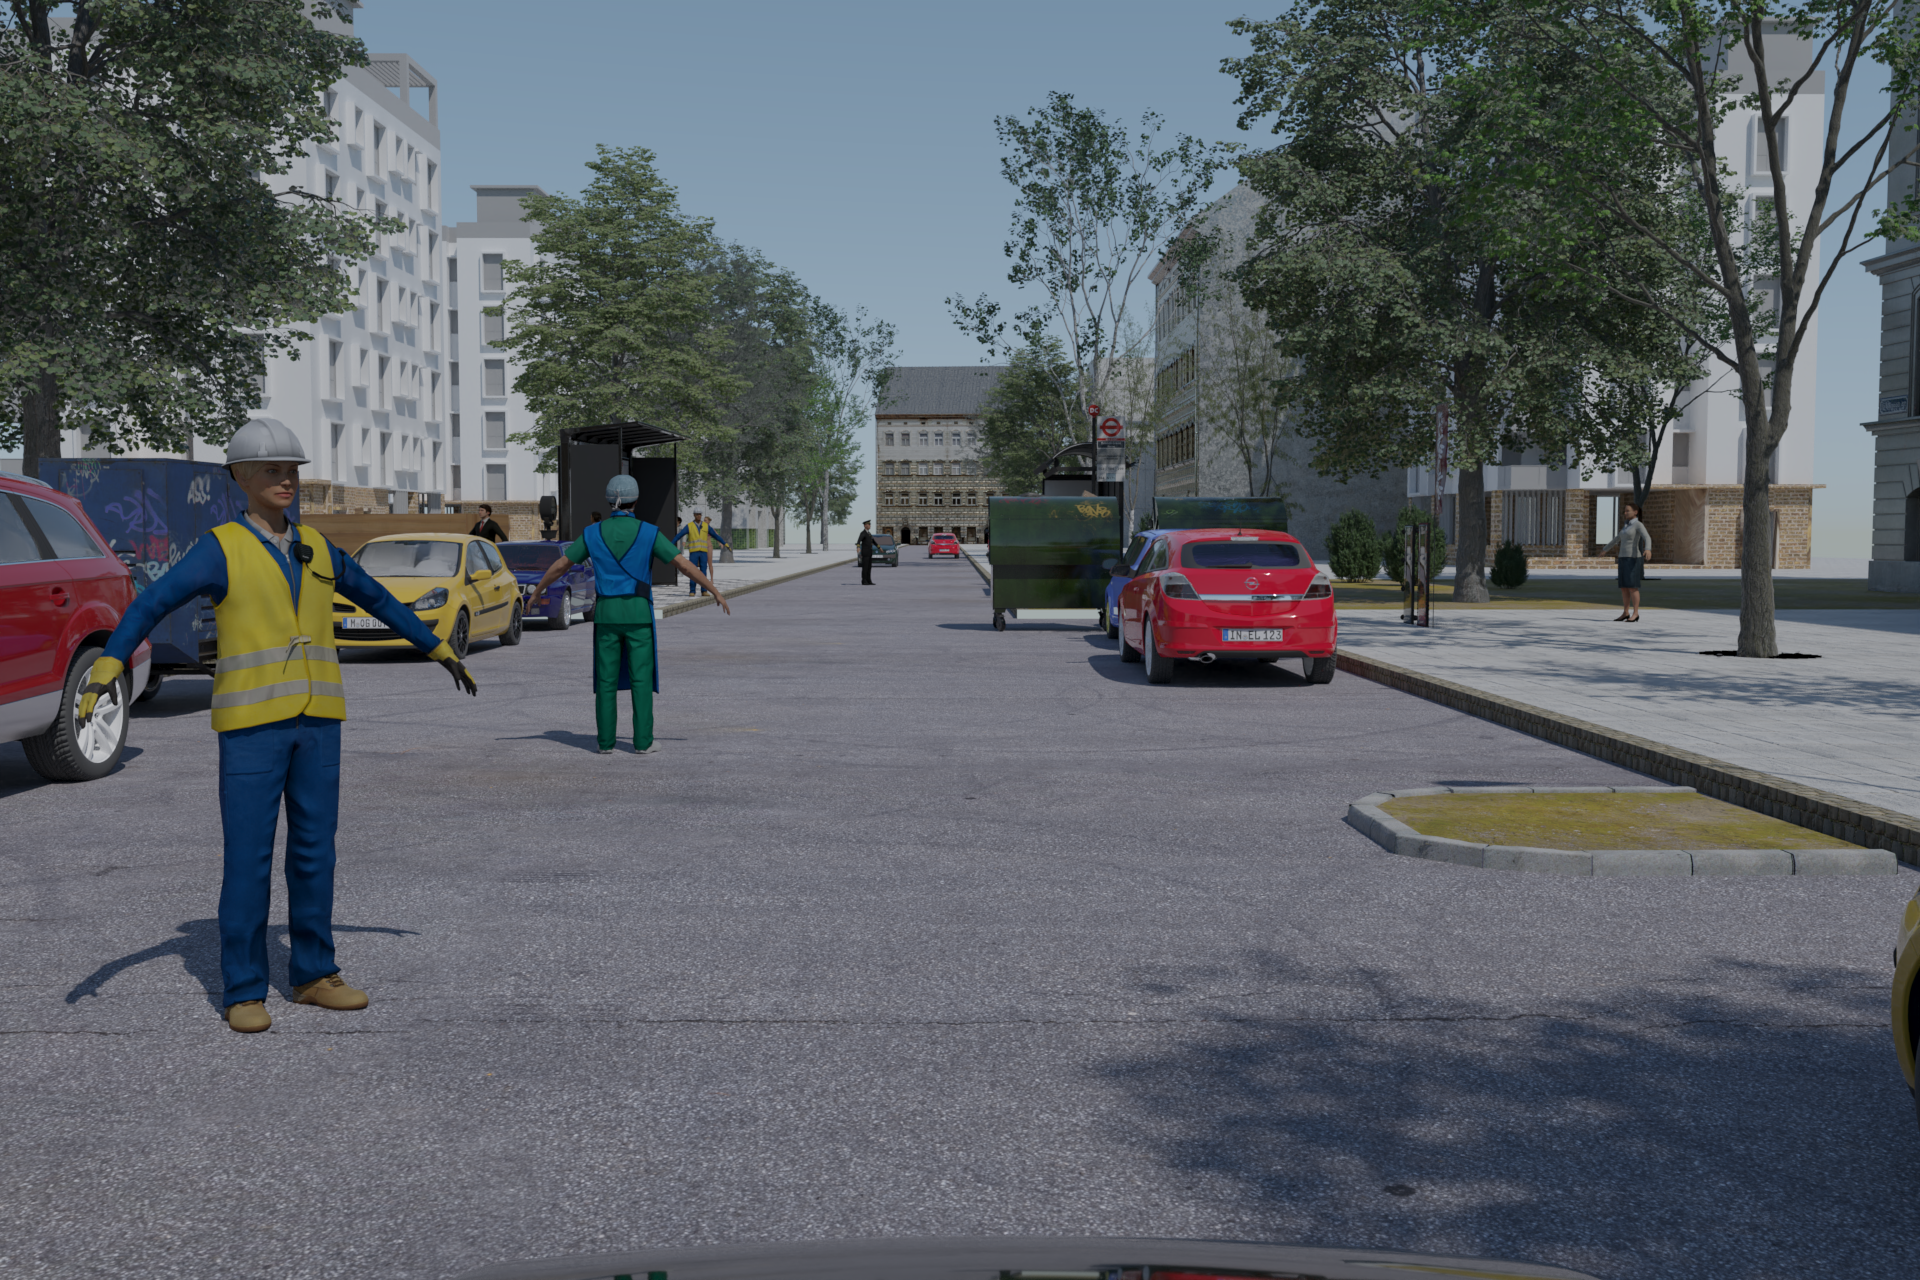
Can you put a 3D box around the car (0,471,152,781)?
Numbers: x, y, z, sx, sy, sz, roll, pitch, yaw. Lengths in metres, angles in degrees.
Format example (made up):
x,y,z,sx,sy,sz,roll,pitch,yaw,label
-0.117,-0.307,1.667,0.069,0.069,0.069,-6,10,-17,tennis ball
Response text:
x,y,z,sx,sy,sz,roll,pitch,yaw,label
-6.017,0.005,8.592,2.281,1.827,5.304,0,3,0,car

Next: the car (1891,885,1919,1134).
x,y,z,sx,sy,sz,roll,pitch,yaw,label
2.849,0.491,2.189,2.015,1.641,3.980,0,3,0,car

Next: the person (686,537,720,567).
x,y,z,sx,sy,sz,roll,pitch,yaw,label
-9.965,-3.706,66.856,1.348,1.796,0.705,0,4,2,person

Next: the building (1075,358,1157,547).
x,y,z,sx,sy,sz,roll,pitch,yaw,label
21.699,-19.307,182.121,16.747,18.905,31.486,0,4,-1,building

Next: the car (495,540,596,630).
x,y,z,sx,sy,sz,roll,pitch,yaw,label
-6.730,-0.885,27.044,1.945,1.354,3.894,0,4,-1,car

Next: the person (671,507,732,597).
x,y,z,sx,sy,sz,roll,pitch,yaw,label
-5.377,-1.813,35.610,1.349,1.833,0.705,-1,4,-21,person

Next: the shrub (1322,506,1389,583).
x,y,z,sx,sy,sz,roll,pitch,yaw,label
10.398,-2.516,45.550,1.690,2.028,1.600,0,3,0,shrub

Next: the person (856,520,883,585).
x,y,z,sx,sy,sz,roll,pitch,yaw,label
-2.582,-2.455,48.524,0.705,1.837,1.347,2,4,27,person

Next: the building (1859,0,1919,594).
x,y,z,sx,sy,sz,roll,pitch,yaw,label
25.825,-12.391,21.675,14.460,24.649,34.723,0,4,0,building

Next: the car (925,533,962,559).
x,y,z,sx,sy,sz,roll,pitch,yaw,label
-0.956,-5.633,101.136,2.155,1.783,4.494,0,4,-2,car

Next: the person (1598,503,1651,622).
x,y,z,sx,sy,sz,roll,pitch,yaw,label
9.702,-1.127,25.252,0.721,1.735,1.217,-1,4,-12,person

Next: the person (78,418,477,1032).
x,y,z,sx,sy,sz,roll,pitch,yaw,label
-1.974,0.234,5.099,0.721,1.772,1.216,3,5,41,person

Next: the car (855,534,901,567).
x,y,z,sx,sy,sz,roll,pitch,yaw,label
-3.581,-4.046,75.946,2.009,1.686,4.222,0,4,-1,car

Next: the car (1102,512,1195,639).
x,y,z,sx,sy,sz,roll,pitch,yaw,label
2.861,-0.797,22.616,1.945,1.707,3.694,0,4,-1,car

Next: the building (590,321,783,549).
x,y,z,sx,sy,sz,roll,pitch,yaw,label
-26.193,-17.903,159.166,16.747,18.905,31.486,0,4,0,building

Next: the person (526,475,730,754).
x,y,z,sx,sy,sz,roll,pitch,yaw,label
-2.189,-0.168,11.328,1.347,1.817,0.704,0,4,1,person

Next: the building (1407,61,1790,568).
x,y,z,sx,sy,sz,roll,pitch,yaw,label
25.129,-13.410,75.671,16.016,20.090,11.380,0,4,0,building

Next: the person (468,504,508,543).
x,y,z,sx,sy,sz,roll,pitch,yaw,label
-8.331,-1.477,30.341,1.347,1.806,0.705,2,4,28,person

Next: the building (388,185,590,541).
x,y,z,sx,sy,sz,roll,pitch,yaw,label
-27.987,-14.608,95.255,16.016,20.090,11.380,0,4,0,building

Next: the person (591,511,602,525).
x,y,z,sx,sy,sz,roll,pitch,yaw,label
-7.435,-1.734,35.066,0.721,1.740,1.216,2,4,33,person

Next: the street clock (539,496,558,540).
x,y,z,sx,sy,sz,roll,pitch,yaw,label
-7.754,-1.719,32.674,0.358,2.002,0.471,0,4,1,street clock

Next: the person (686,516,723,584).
x,y,z,sx,sy,sz,roll,pitch,yaw,label
-6.493,-2.282,44.121,1.217,1.733,0.721,2,4,33,person

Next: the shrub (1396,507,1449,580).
x,y,z,sx,sy,sz,roll,pitch,yaw,label
12.595,-2.637,47.538,1.690,2.028,1.600,0,3,0,shrub

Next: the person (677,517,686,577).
x,y,z,sx,sy,sz,roll,pitch,yaw,label
-8.501,-2.809,52.108,0.705,1.806,1.347,-2,4,-33,person

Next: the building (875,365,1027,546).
x,y,z,sx,sy,sz,roll,pitch,yaw,label
-0.753,-23.969,225.277,18.063,23.208,19.493,0,4,5,building

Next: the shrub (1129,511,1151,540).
x,y,z,sx,sy,sz,roll,pitch,yaw,label
5.368,-2.606,46.653,1.661,2.075,1.752,0,3,0,shrub

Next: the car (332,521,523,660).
x,y,z,sx,sy,sz,roll,pitch,yaw,label
-6.520,-0.653,20.908,2.015,1.641,3.980,0,4,-1,car

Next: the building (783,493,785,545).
x,y,z,sx,sy,sz,roll,pitch,yaw,label
-30.190,-22.416,197.437,19.493,23.208,18.063,0,3,0,building

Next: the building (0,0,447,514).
x,y,z,sx,sy,sz,roll,pitch,yaw,label
-26.333,-12.382,58.869,16.016,20.090,11.380,0,4,0,building

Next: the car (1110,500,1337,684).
x,y,z,sx,sy,sz,roll,pitch,yaw,label
2.683,-0.553,18.075,2.155,1.783,4.494,0,3,0,car

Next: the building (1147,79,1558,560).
x,y,z,sx,sy,sz,roll,pitch,yaw,label
20.735,-16.012,92.717,19.493,23.208,18.063,0,3,0,building
